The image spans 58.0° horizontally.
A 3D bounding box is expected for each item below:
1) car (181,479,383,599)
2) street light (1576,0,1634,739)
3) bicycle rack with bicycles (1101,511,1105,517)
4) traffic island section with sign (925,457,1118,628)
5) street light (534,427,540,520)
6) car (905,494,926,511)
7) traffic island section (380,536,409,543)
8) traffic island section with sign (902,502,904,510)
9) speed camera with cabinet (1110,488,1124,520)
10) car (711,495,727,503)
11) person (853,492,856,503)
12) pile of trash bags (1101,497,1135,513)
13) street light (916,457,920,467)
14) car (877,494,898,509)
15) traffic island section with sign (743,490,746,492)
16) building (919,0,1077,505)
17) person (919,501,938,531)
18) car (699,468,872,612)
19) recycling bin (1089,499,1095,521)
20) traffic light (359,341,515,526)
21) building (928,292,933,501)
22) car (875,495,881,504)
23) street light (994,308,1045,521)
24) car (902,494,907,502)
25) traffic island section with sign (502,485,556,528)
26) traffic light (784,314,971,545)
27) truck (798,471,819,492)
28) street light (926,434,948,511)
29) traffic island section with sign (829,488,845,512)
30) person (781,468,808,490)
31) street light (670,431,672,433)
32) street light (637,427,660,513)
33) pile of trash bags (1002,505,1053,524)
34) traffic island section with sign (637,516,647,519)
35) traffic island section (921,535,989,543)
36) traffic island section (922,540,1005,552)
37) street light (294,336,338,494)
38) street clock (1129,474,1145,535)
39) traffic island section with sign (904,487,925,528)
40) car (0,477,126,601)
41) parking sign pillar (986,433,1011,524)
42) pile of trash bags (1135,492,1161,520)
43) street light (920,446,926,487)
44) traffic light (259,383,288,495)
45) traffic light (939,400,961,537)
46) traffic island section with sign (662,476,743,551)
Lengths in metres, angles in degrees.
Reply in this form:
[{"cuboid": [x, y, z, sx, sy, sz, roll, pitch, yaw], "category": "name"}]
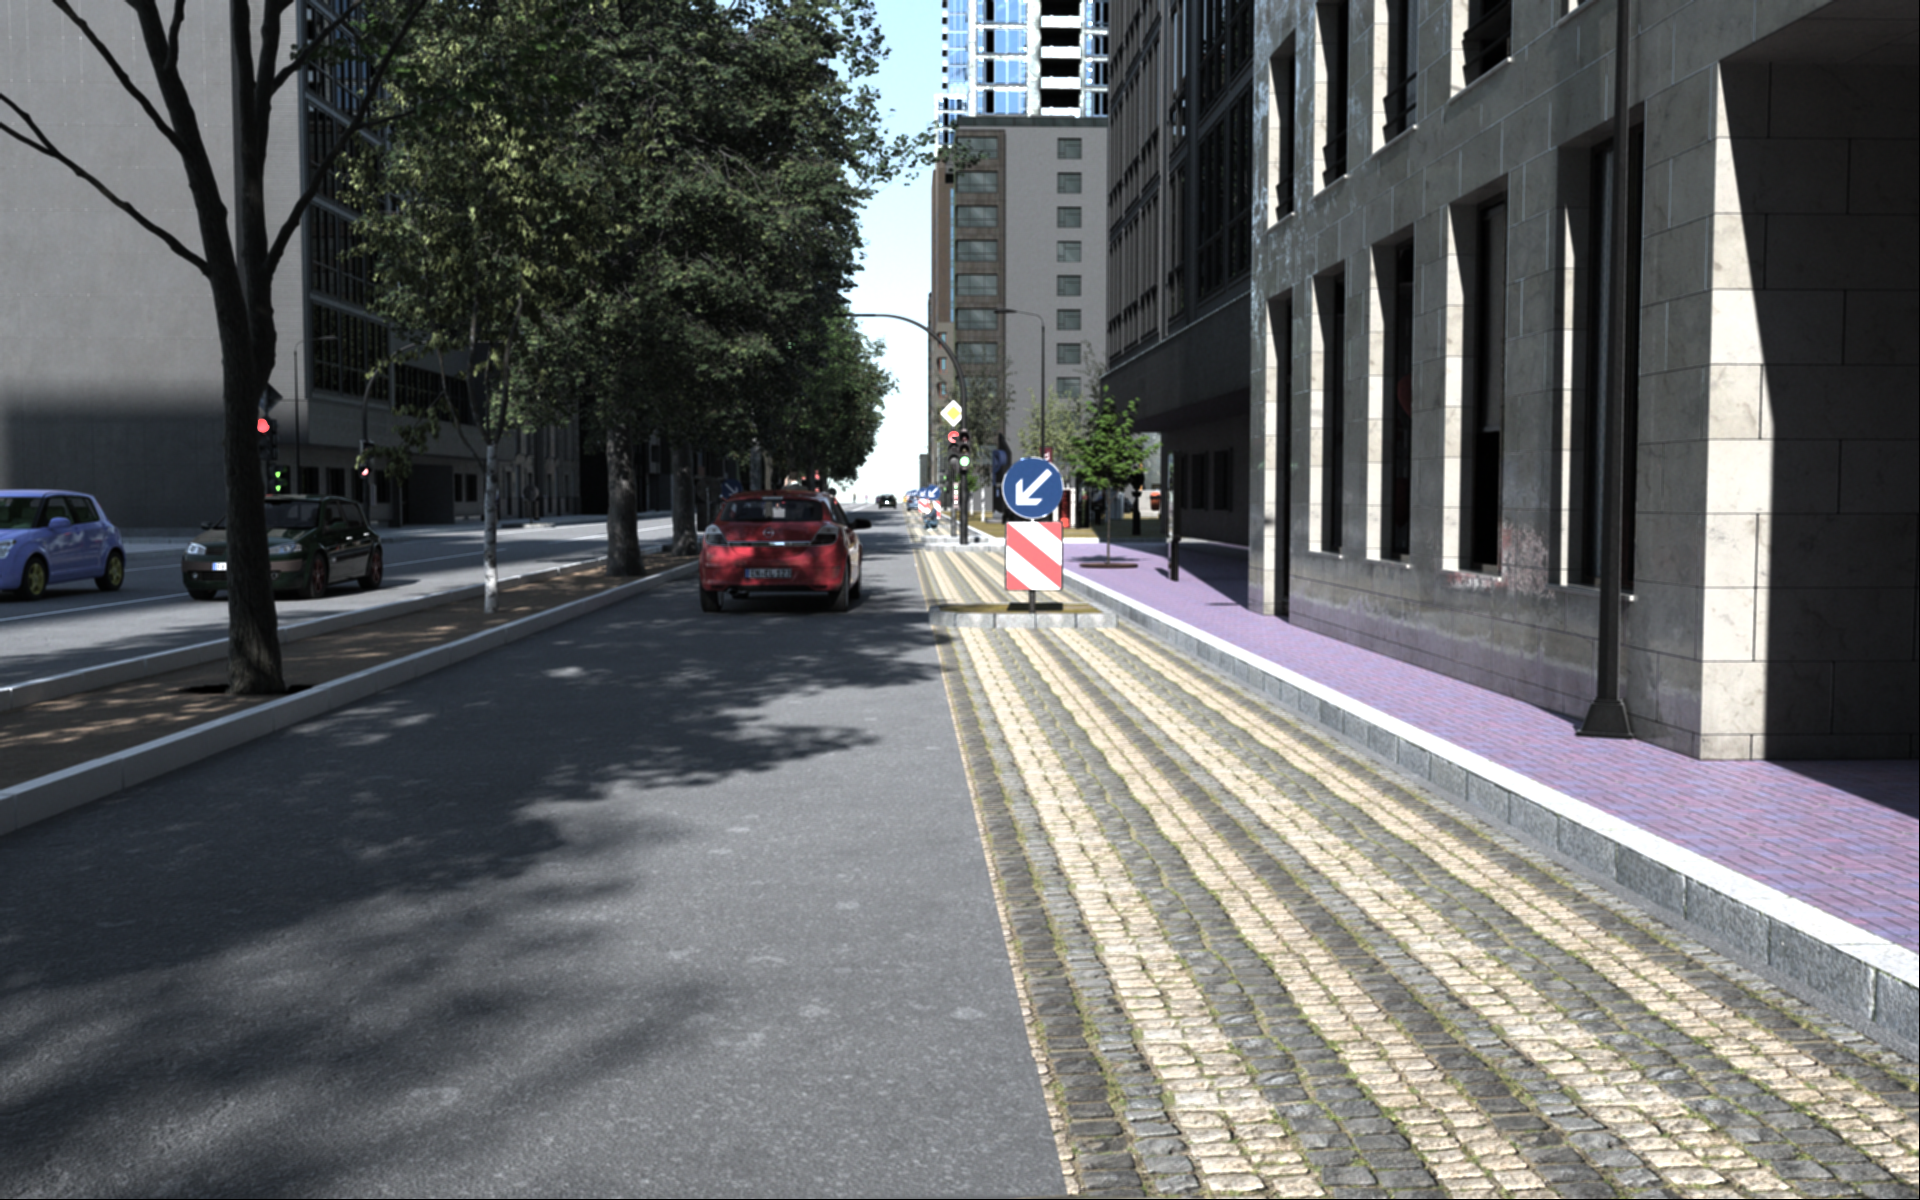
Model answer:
[{"cuboid": [-9.627, -0.919, 24.806, 2.009, 1.686, 4.222, 0, 4, -2], "category": "car"}, {"cuboid": [2.907, -2.232, 9.037, 1.470, 5.913, 1.316, 0, 4, -2], "category": "street light"}, {"cuboid": [7.032, -4.986, 94.900, 2.852, 0.926, 2.925, -2, 4, -35], "category": "bicycle rack with bicycles"}, {"cuboid": [0.650, -0.653, 19.304, 1.989, 1.847, 2.006, 0, 4, -2], "category": "traffic island section with sign"}, {"cuboid": [-20.263, -6.876, 84.968, 1.470, 5.913, 1.316, 0, 4, -2], "category": "street light"}, {"cuboid": [-3.530, -8.040, 143.451, 2.014, 1.417, 4.499, 0, 4, -3], "category": "car"}, {"cuboid": [-17.602, -1.780, 51.376, 2.009, 0.180, 2.903, 0, 4, -2], "category": "traffic island section"}, {"cuboid": [-2.226, -5.628, 100.641, 1.989, 1.847, 2.006, 0, 4, -2], "category": "traffic island section with sign"}, {"cuboid": [7.763, -5.648, 86.682, 0.660, 3.252, 2.038, 1, 4, 15], "category": "speed camera with cabinet"}, {"cuboid": [-10.365, -4.011, 77.577, 2.014, 1.417, 4.499, 0, 4, -1], "category": "car"}, {"cuboid": [-16.451, -16.068, 271.740, 0.617, 1.759, 0.750, -3, 5, -40], "category": "person"}, {"cuboid": [9.638, -6.513, 116.236, 3.447, 1.369, 1.912, -1, 4, -10], "category": "pile of trash bags"}, {"cuboid": [-4.095, -14.107, 203.190, 1.470, 5.913, 1.316, 0, 4, -2], "category": "street light"}, {"cuboid": [-7.095, -9.768, 169.500, 2.009, 1.686, 4.222, 0, 4, -2], "category": "car"}, {"cuboid": [-22.107, -10.378, 178.312, 1.989, 1.847, 2.006, 0, 4, -2], "category": "traffic island section with sign"}, {"cuboid": [4.931, -58.521, 269.485, 22.319, 86.520, 31.000, 0, 4, -2], "category": "building"}, {"cuboid": [-1.202, -3.276, 67.564, 0.738, 1.151, 1.012, 0, 4, -4], "category": "person"}, {"cuboid": [-2.247, -0.820, 22.448, 2.155, 1.783, 4.494, 0, 3, 0], "category": "car"}, {"cuboid": [6.146, -4.320, 83.188, 0.722, 1.027, 0.722, 1, 4, 13], "category": "recycling bin"}, {"cuboid": [-15.474, -4.690, 51.351, 4.771, 5.953, 1.251, 0, 4, -2], "category": "traffic light"}, {"cuboid": [2.380, -29.121, 247.823, 14.160, 30.474, 14.107, 0, 4, -2], "category": "building"}, {"cuboid": [-11.325, -14.523, 250.024, 1.945, 1.354, 3.894, 0, 4, -3], "category": "car"}, {"cuboid": [1.542, -4.340, 43.494, 1.470, 5.913, 1.316, 0, 4, -2], "category": "street light"}, {"cuboid": [-7.918, -15.704, 266.982, 2.015, 1.641, 3.980, 0, 4, -3], "category": "car"}, {"cuboid": [-18.407, -4.006, 74.124, 1.989, 1.847, 2.006, 0, 4, -2], "category": "traffic island section with sign"}, {"cuboid": [-2.017, -4.221, 43.675, 4.771, 5.953, 1.251, 0, 4, -2], "category": "traffic light"}, {"cuboid": [-14.786, -11.400, 175.308, 2.839, 4.237, 11.283, 0, 4, -3], "category": "truck"}, {"cuboid": [-1.678, -9.907, 134.519, 1.470, 5.913, 1.316, 0, 4, -2], "category": "street light"}, {"cuboid": [-9.374, -7.240, 126.507, 2.006, 1.907, 1.989, 0, 4, -2], "category": "traffic island section with sign"}, {"cuboid": [-2.998, -1.434, 31.308, 0.474, 1.900, 0.648, 2, 4, 28], "category": "person"}, {"cuboid": [-21.760, -9.483, 127.590, 1.470, 5.913, 1.316, 0, 4, -2], "category": "street light"}, {"cuboid": [-21.468, -8.949, 118.855, 1.470, 5.913, 1.316, 0, 4, -2], "category": "street light"}, {"cuboid": [3.536, -3.901, 73.539, 3.447, 1.369, 1.912, 0, 4, -6], "category": "pile of trash bags"}, {"cuboid": [-19.371, -5.662, 101.205, 1.989, 1.847, 2.006, 0, 4, -2], "category": "traffic island section with sign"}, {"cuboid": [-0.171, -1.817, 51.985, 2.009, 0.180, 2.903, 0, 4, -2], "category": "traffic island section"}, {"cuboid": [0.111, -1.329, 44.005, 2.009, 0.180, 2.903, 0, 4, -2], "category": "traffic island section"}, {"cuboid": [-18.998, -4.804, 51.083, 1.470, 5.913, 1.316, 0, 4, -2], "category": "street light"}, {"cuboid": [5.550, -3.049, 54.428, 0.358, 2.002, 0.471, -3, 5, -39], "category": "street clock"}, {"cuboid": [-1.268, -3.980, 73.703, 1.989, 1.847, 2.006, 0, 4, -2], "category": "traffic island section with sign"}, {"cuboid": [-13.263, -0.899, 24.289, 1.945, 1.707, 3.694, 0, 4, -2], "category": "car"}, {"cuboid": [1.844, -5.350, 75.946, 1.447, 3.967, 1.447, -1, 4, -18], "category": "parking sign pillar"}, {"cuboid": [10.934, -4.810, 88.389, 3.447, 1.369, 1.912, -3, 5, -42], "category": "pile of trash bags"}, {"cuboid": [-2.898, -12.012, 168.932, 1.470, 5.913, 1.316, 0, 4, -2], "category": "street light"}, {"cuboid": [-17.279, -3.324, 43.262, 0.839, 4.253, 0.868, 0, 4, -2], "category": "traffic light"}, {"cuboid": [-0.212, -3.850, 51.870, 0.839, 4.253, 0.868, 0, 4, -2], "category": "traffic light"}, {"cuboid": [-6.454, -2.194, 44.013, 2.006, 1.907, 1.989, 0, 4, -2], "category": "traffic island section with sign"}]
